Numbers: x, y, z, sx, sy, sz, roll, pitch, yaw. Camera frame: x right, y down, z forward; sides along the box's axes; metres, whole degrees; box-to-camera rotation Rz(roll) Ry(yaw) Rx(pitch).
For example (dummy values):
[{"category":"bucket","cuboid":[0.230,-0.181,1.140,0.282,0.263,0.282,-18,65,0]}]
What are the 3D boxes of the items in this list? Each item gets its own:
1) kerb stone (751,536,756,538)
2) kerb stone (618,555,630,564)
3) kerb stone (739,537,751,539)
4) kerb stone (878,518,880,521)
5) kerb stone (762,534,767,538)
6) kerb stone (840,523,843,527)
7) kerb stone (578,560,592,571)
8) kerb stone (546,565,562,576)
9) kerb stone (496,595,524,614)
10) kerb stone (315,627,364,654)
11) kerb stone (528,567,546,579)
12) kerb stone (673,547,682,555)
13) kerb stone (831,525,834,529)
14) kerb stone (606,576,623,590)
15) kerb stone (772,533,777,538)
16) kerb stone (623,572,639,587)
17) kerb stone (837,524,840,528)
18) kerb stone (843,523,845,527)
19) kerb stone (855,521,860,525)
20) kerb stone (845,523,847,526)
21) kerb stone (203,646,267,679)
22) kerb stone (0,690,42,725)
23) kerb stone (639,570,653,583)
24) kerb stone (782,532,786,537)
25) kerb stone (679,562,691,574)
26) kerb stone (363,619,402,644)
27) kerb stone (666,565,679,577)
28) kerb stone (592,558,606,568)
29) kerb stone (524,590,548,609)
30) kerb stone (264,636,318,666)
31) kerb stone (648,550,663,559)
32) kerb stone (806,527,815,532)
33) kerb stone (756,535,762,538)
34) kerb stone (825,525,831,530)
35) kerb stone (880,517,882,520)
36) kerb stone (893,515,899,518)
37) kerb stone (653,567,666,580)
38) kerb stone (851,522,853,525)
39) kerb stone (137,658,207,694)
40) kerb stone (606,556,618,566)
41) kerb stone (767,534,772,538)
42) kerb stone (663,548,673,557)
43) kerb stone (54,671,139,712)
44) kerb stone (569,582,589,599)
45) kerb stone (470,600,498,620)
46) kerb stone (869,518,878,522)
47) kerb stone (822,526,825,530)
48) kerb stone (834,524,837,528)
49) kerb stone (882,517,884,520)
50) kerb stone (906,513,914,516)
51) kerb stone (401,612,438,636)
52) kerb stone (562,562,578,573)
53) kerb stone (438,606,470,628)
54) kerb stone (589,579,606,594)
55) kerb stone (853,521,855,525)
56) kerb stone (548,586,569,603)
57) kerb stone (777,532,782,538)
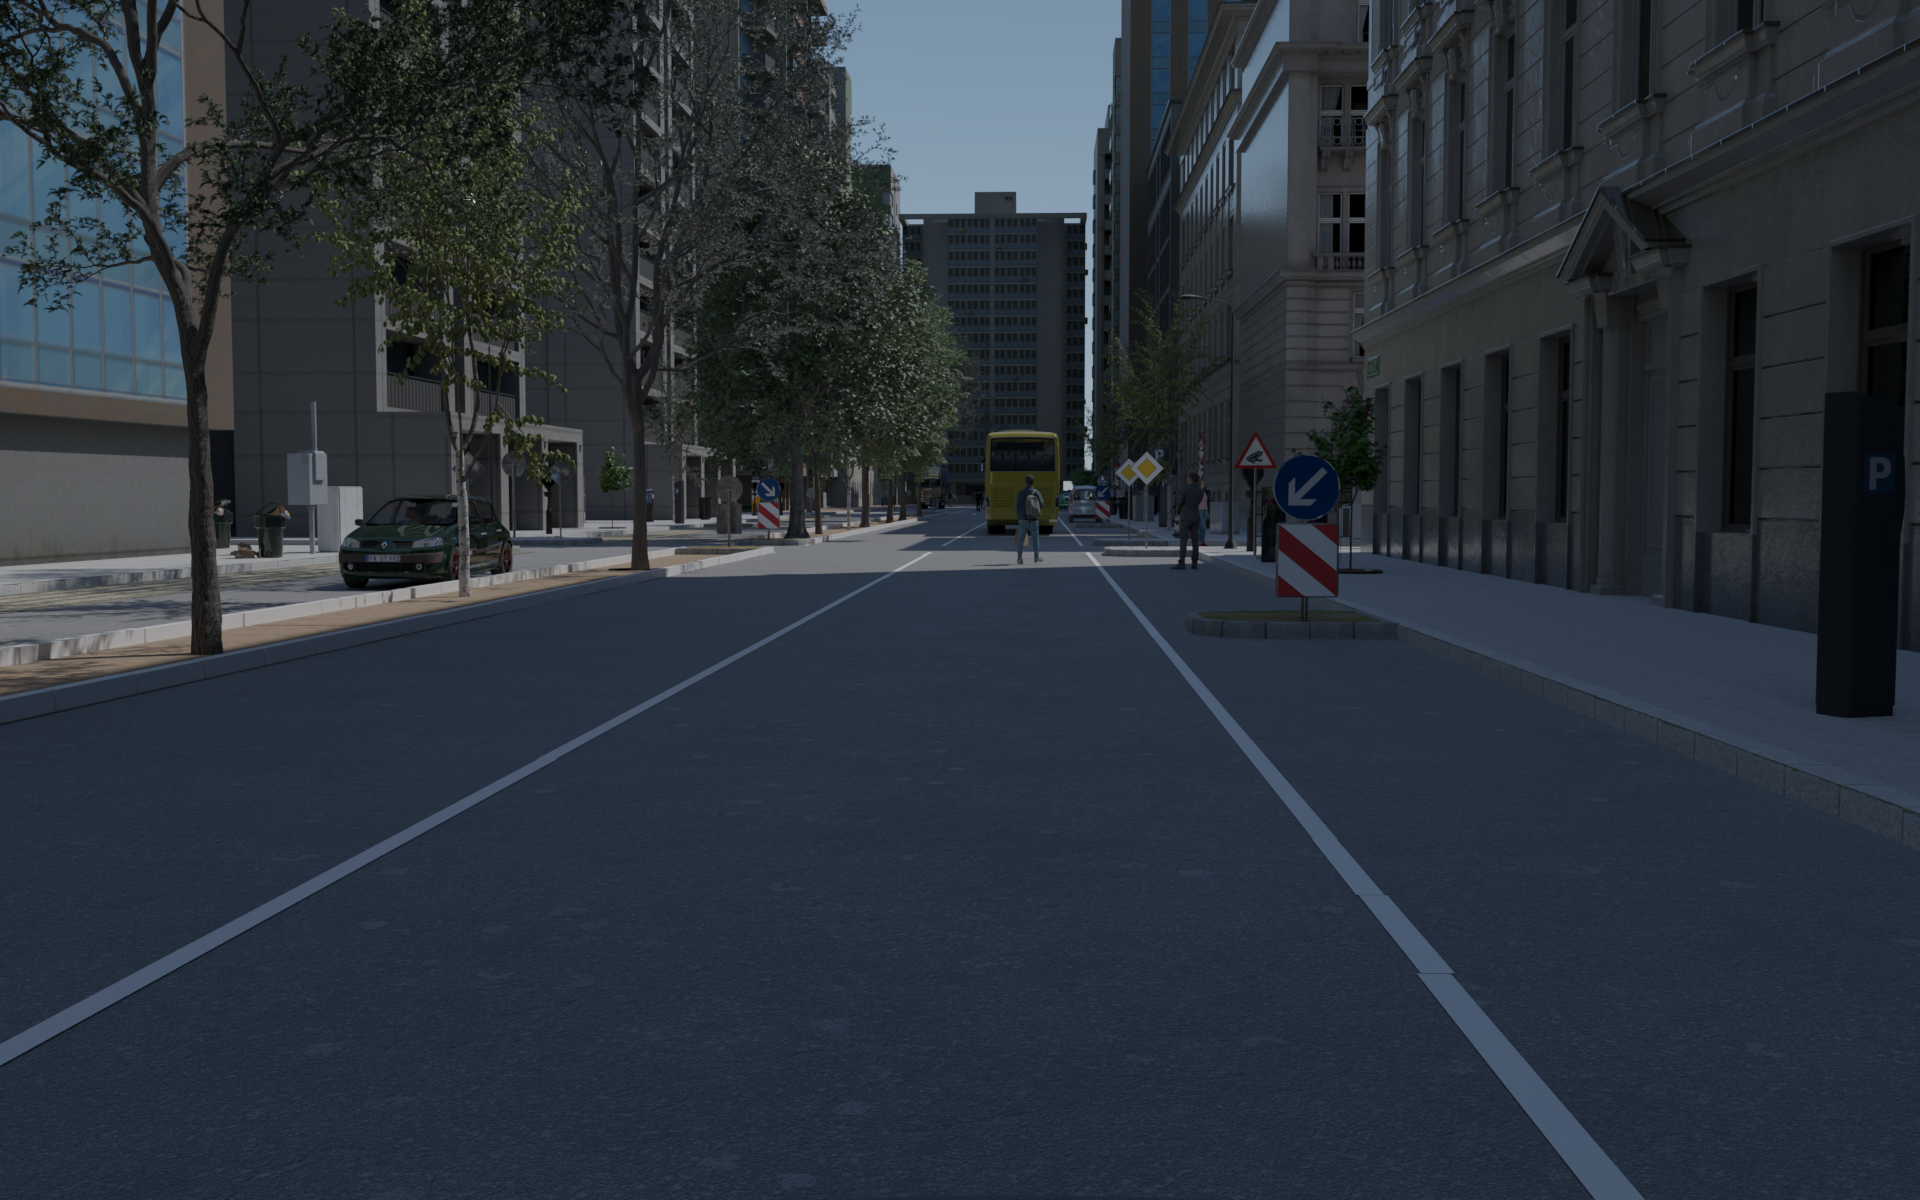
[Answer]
[{"category":"kerb stone","cuboid":[-6.264,-1.786,51.398,0.120,0.150,1.000,0,4,3]},{"category":"kerb stone","cuboid":[-6.991,-0.814,35.507,0.120,0.150,1.000,0,4,3]},{"category":"kerb stone","cuboid":[-6.301,-1.722,50.376,0.120,0.150,1.000,0,4,3]},{"category":"kerb stone","cuboid":[-4.446,-4.230,91.362,0.120,0.150,1.000,0,4,3]},{"category":"kerb stone","cuboid":[-6.170,-1.909,53.450,0.120,0.150,1.000,0,4,3]},{"category":"kerb stone","cuboid":[-5.241,-3.160,73.953,0.120,0.150,1.000,0,4,3]},{"category":"kerb stone","cuboid":[-7.127,-0.625,32.439,0.120,0.150,1.000,0,4,3]},{"category":"kerb stone","cuboid":[-7.226,-0.500,30.394,0.120,0.150,1.000,0,4,3]},{"category":"kerb stone","cuboid":[-5.537,0.069,21.063,0.120,0.150,1.000,0,4,3]},{"category":"kerb stone","cuboid":[-5.773,0.382,15.956,0.120,0.150,1.000,0,4,3]},{"category":"kerb stone","cuboid":[-7.265,-0.439,29.373,0.120,0.150,1.000,0,4,3]},{"category":"kerb stone","cuboid":[-6.755,-1.128,40.632,0.120,0.150,1.000,0,4,3]},{"category":"kerb stone","cuboid":[-5.371,-2.977,70.867,0.120,0.150,1.000,0,4,3]},{"category":"kerb stone","cuboid":[-5.307,-0.243,26.171,0.120,0.150,1.000,0,4,3]},{"category":"kerb stone","cuboid":[-6.078,-2.036,55.493,0.120,0.150,1.000,0,4,3]},{"category":"kerb stone","cuboid":[-5.252,-0.306,27.195,0.120,0.150,1.000,0,4,3]},{"category":"kerb stone","cuboid":[-5.286,-3.094,72.918,0.120,0.150,1.000,0,4,3]},{"category":"kerb stone","cuboid":[-5.193,-3.222,74.974,0.120,0.150,1.000,0,4,3]},{"category":"kerb stone","cuboid":[-4.908,-3.605,81.136,0.120,0.150,1.000,0,4,3]},{"category":"kerb stone","cuboid":[-5.150,-3.291,75.999,0.120,0.150,1.000,0,4,3]},{"category":"kerb stone","cuboid":[-5.868,0.508,13.908,0.120,0.150,1.000,0,4,3]},{"category":"kerb stone","cuboid":[-6.014,0.694,10.845,0.120,0.150,1.000,0,4,3]},{"category":"kerb stone","cuboid":[-5.222,-0.368,28.224,0.120,0.150,1.000,0,4,3]},{"category":"kerb stone","cuboid":[-5.983,-2.162,57.546,0.120,0.150,1.000,0,4,3]},{"category":"kerb stone","cuboid":[-5.070,-0.557,31.312,0.120,0.150,1.000,0,4,3]},{"category":"kerb stone","cuboid":[-5.735,0.323,16.977,0.120,0.150,1.000,0,4,3]},{"category":"kerb stone","cuboid":[-5.116,-0.494,30.275,0.120,0.150,1.000,0,4,3]},{"category":"kerb stone","cuboid":[-7.082,-0.689,33.460,0.120,0.150,1.000,0,4,3]},{"category":"kerb stone","cuboid":[-5.489,0.007,22.084,0.120,0.150,1.000,0,4,3]},{"category":"kerb stone","cuboid":[-5.820,0.445,14.929,0.120,0.150,1.000,0,4,3]},{"category":"kerb stone","cuboid":[-6.841,-1.003,38.588,0.120,0.150,1.000,0,4,3]},{"category":"kerb stone","cuboid":[-5.656,-2.601,64.727,0.120,0.150,1.000,0,4,3]},{"category":"kerb stone","cuboid":[-6.218,-1.842,52.429,0.120,0.150,1.000,0,4,3]},{"category":"kerb stone","cuboid":[-5.432,-2.914,69.843,0.120,0.150,1.000,0,4,3]},{"category":"kerb stone","cuboid":[-4.397,-4.291,92.383,0.120,0.150,1.000,0,4,3]},{"category":"kerb stone","cuboid":[-3.849,-5.041,104.669,0.120,0.150,1.000,0,4,3]},{"category":"kerb stone","cuboid":[-5.172,-0.432,29.252,0.120,0.150,1.000,0,4,3]},{"category":"kerb stone","cuboid":[-5.054,-3.416,78.053,0.120,0.150,1.000,0,4,3]},{"category":"kerb stone","cuboid":[-5.919,0.572,12.887,0.120,0.150,1.000,0,4,3]},{"category":"kerb stone","cuboid":[-7.038,-0.750,34.486,0.120,0.150,1.000,0,4,3]},{"category":"kerb stone","cuboid":[-6.126,-1.969,54.471,0.120,0.150,1.000,0,4,3]},{"category":"kerb stone","cuboid":[-6.794,-1.061,39.609,0.120,0.150,1.000,0,4,3]},{"category":"kerb stone","cuboid":[-5.962,0.632,11.866,0.120,0.150,1.000,0,4,3]},{"category":"kerb stone","cuboid":[-5.398,-0.118,24.127,0.120,0.150,1.000,0,4,3]},{"category":"kerb stone","cuboid":[-5.594,0.138,20.043,0.120,0.150,1.000,0,4,3]},{"category":"kerb stone","cuboid":[-4.492,-4.163,90.333,0.120,0.150,1.000,0,4,3]},{"category":"kerb stone","cuboid":[-5.511,-2.789,67.800,0.120,0.150,1.000,0,4,3]},{"category":"kerb stone","cuboid":[-5.325,-3.037,71.896,0.120,0.150,1.000,0,4,3]},{"category":"kerb stone","cuboid":[-4.362,-4.354,93.408,0.120,0.150,1.000,0,4,3]},{"category":"kerb stone","cuboid":[-3.327,-5.728,115.918,0.120,0.150,1.000,0,4,3]},{"category":"kerb stone","cuboid":[-5.684,0.257,17.998,0.120,0.150,1.000,0,4,3]},{"category":"kerb stone","cuboid":[-7.168,-0.564,31.415,0.120,0.150,1.000,0,4,3]},{"category":"kerb stone","cuboid":[-5.637,0.200,19.022,0.120,0.150,1.000,0,4,3]},{"category":"kerb stone","cuboid":[-5.359,-0.176,25.151,0.120,0.150,1.000,0,4,3]},{"category":"kerb stone","cuboid":[-5.007,-3.471,79.080,0.120,0.150,1.000,0,4,3]},{"category":"kerb stone","cuboid":[-5.442,-0.056,23.105,0.120,0.150,1.000,0,4,3]},{"category":"kerb stone","cuboid":[-6.033,-2.099,56.518,0.120,0.150,1.000,0,4,3]}]
